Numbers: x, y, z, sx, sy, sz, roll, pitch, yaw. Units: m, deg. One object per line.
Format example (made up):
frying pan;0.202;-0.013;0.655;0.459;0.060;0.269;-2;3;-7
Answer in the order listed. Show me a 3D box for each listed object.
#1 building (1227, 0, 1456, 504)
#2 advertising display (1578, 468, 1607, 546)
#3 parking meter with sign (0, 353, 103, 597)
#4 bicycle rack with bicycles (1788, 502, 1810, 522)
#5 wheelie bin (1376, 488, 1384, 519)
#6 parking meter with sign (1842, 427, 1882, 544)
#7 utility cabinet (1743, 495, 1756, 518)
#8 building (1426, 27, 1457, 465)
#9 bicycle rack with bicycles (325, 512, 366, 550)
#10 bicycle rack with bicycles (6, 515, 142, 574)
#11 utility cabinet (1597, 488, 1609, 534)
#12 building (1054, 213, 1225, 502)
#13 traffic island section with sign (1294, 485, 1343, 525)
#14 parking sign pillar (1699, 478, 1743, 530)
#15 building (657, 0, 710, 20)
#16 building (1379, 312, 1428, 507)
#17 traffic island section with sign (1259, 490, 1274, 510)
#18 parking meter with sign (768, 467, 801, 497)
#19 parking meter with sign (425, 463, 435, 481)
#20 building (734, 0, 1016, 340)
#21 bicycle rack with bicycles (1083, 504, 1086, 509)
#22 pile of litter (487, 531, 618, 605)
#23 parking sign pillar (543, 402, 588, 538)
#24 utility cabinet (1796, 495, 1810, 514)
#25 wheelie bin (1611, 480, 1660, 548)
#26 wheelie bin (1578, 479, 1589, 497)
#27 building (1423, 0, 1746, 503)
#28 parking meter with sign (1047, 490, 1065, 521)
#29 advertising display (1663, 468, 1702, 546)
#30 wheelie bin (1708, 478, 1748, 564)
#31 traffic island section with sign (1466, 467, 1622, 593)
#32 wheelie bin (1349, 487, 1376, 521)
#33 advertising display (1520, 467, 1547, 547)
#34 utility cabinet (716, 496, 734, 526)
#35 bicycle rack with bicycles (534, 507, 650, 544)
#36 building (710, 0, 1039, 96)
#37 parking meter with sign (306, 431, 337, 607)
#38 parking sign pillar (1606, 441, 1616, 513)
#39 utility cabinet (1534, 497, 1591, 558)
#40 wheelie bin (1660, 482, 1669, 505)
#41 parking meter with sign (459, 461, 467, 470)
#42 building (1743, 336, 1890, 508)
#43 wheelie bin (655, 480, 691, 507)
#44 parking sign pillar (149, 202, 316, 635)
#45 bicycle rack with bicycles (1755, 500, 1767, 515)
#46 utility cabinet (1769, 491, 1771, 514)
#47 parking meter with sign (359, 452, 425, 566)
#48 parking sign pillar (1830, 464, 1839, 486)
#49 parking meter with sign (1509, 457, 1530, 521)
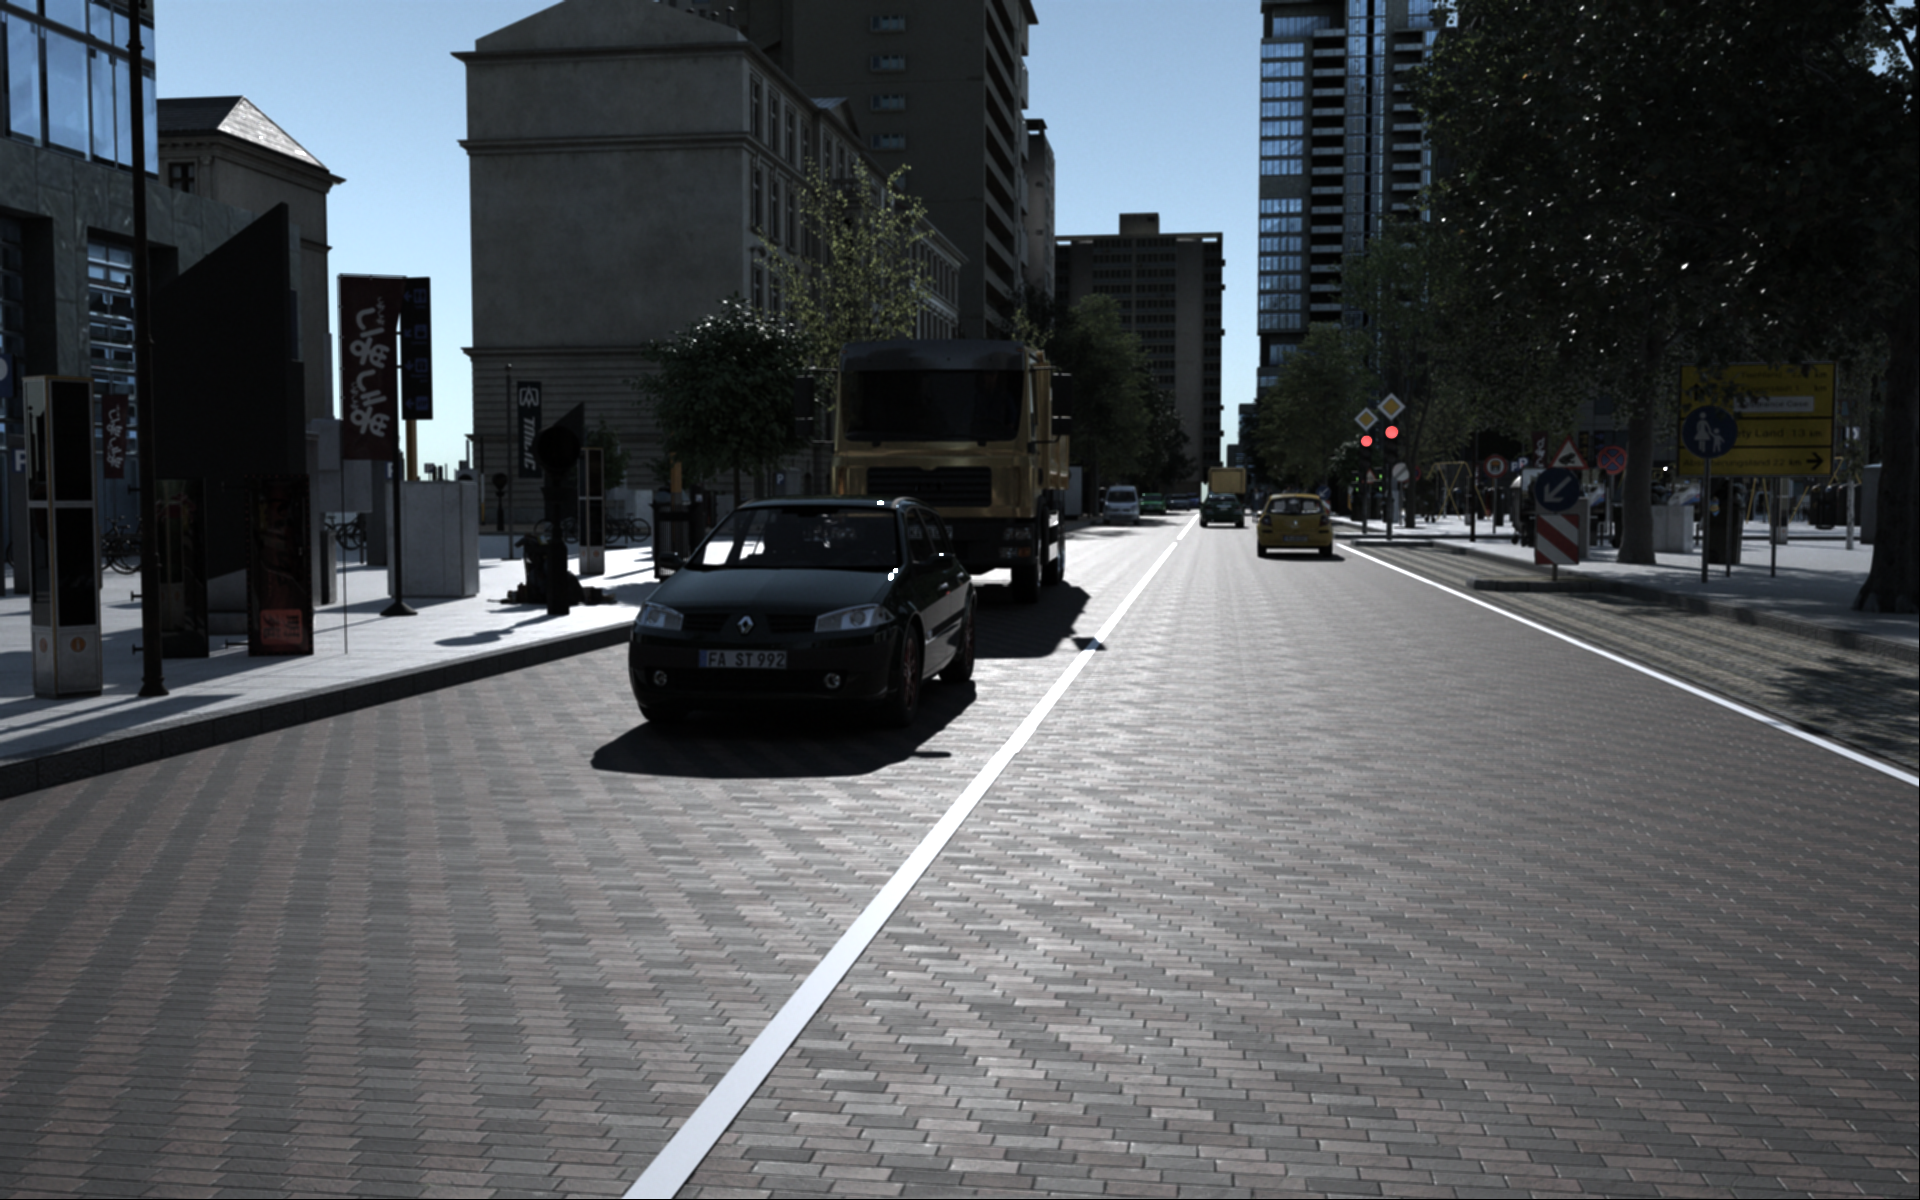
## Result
building;51.619;-56.159;230.874;31.000;86.520;22.319;1;4;8
advertising display;15.589;-2.296;42.755;0.974;1.923;0.123;-2;4;-33
parking meter with sign;-11.863;-1.599;22.413;0.543;3.016;1.738;1;4;9
bicycle rack with bicycles;39.967;-4.140;81.064;2.852;0.926;2.925;1;4;22
wheelie bin;20.943;-4.868;87.505;0.980;1.594;0.693;3;5;41
parking meter with sign;23.378;-2.925;44.091;0.543;3.016;1.738;-2;4;-25
utility cabinet;42.482;-5.047;93.681;1.020;1.237;0.306;0;4;-6
building;48.945;-28.830;154.959;14.154;41.232;14.086;1;4;8
bicycle rack with bicycles;-13.629;-1.641;40.206;2.925;0.926;2.852;-1;4;-10
bicycle rack with bicycles;-13.985;-0.907;28.212;2.925;0.926;2.852;-1;4;-10
utility cabinet;20.098;-2.849;55.260;1.173;1.500;0.318;-1;4;-14
building;24.874;-33.671;242.396;23.993;40.220;32.217;1;4;8
traffic island section with sign;16.694;-4.385;80.319;1.989;1.847;2.006;1;4;8
parking sign pillar;26.977;-4.455;61.308;1.447;3.967;1.447;0;4;4
building;-18.242;-39.675;190.693;28.212;58.520;21.231;1;4;8
building;58.106;-20.236;175.900;27.650;21.520;28.899;1;4;8
traffic island section with sign;28.019;-9.093;157.297;1.989;1.847;2.006;1;4;8
parking meter with sign;-4.846;-3.234;49.142;0.543;3.016;1.738;3;4;37
parking meter with sign;-30.329;-6.302;99.303;0.543;3.016;1.738;-1;4;-13
building;-7.140;-31.903;145.317;21.300;48.544;21.600;1;4;8
bicycle rack with bicycles;6.880;-6.009;111.632;2.852;0.926;2.925;-2;4;-34
pile of litter;-4.825;-0.402;20.531;1.719;0.858;1.176;3;5;41
parking sign pillar;-11.605;-3.832;51.125;1.447;3.967;1.447;1;4;18
utility cabinet;55.287;-6.264;113.576;1.020;1.237;0.306;-2;4;-27
wheelie bin;15.909;-2.030;41.102;0.693;1.594;0.980;-1;4;-19
wheelie bin;13.098;-1.800;37.339;0.980;1.594;0.693;0;4;-7
building;48.741;-42.705;136.476;20.563;71.187;20.611;1;4;8
parking meter with sign;4.411;-5.275;82.512;0.543;3.016;1.738;3;5;45
advertising display;17.863;-2.302;42.853;0.974;1.923;0.123;0;4;-6
wheelie bin;14.119;-1.470;31.940;0.693;1.594;0.980;2;4;32
traffic island section with sign;8.712;-1.065;26.040;1.989;1.847;2.006;1;4;8
wheelie bin;18.814;-4.494;81.386;0.980;1.594;0.693;-1;4;-18
advertising display;13.849;-2.228;41.647;0.123;1.923;0.974;-2;4;-24
utility cabinet;-9.038;-3.371;66.274;1.020;1.237;0.306;0;4;5
bicycle rack with bicycles;-9.723;-1.965;45.504;2.925;0.926;2.852;0;4;-4
building;-7.783;-35.565;170.732;28.713;52.752;27.495;1;4;8
parking meter with sign;-7.493;-1.421;19.492;0.543;3.016;1.738;0;4;-4
parking sign pillar;32.735;-6.064;87.617;1.447;3.967;1.447;2;4;35
utility cabinet;12.130;-1.451;34.891;1.020;1.237;0.306;2;4;32
wheelie bin;18.505;-2.308;45.642;0.693;1.594;0.980;0;4;1
parking meter with sign;-25.098;-5.726;89.887;1.738;3.016;0.543;2;4;23
building;91.635;-20.042;172.726;28.899;21.520;27.650;1;4;8
wheelie bin;-6.640;-1.963;40.009;0.693;1.594;0.980;1;4;9
parking sign pillar;-6.877;-1.702;16.293;1.447;3.967;1.447;0;4;3
bicycle rack with bicycles;47.976;-5.626;105.361;2.925;0.926;2.852;-2;4;-33
utility cabinet;50.668;-6.043;107.480;0.318;1.500;1.173;0;4;-5
parking meter with sign;-10.392;-2.136;31.192;1.738;3.016;0.543;3;5;43
parking sign pillar;55.713;-7.458;110.413;1.447;3.967;1.447;2;4;30
parking meter with sign;26.374;-5.229;81.761;0.543;3.016;1.738;2;4;31
